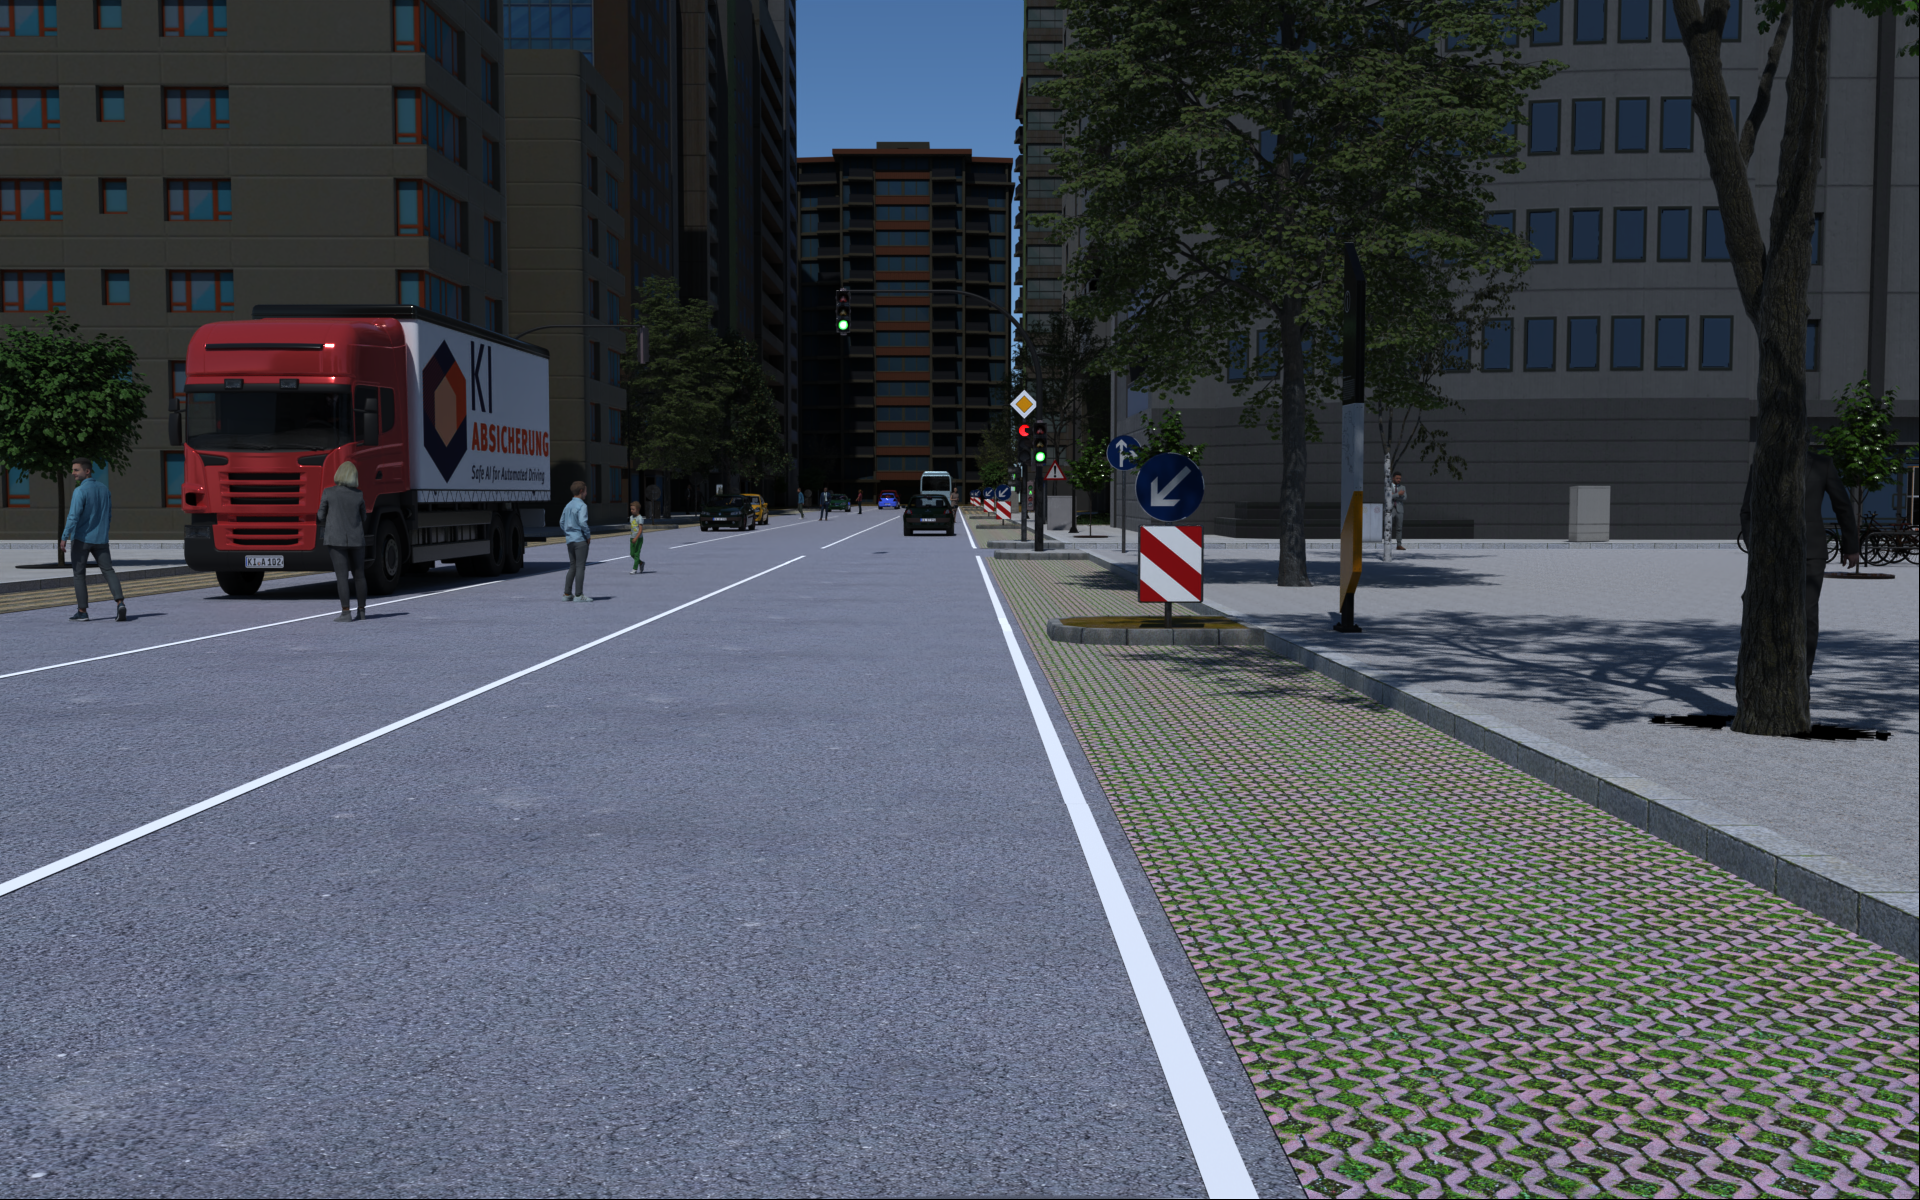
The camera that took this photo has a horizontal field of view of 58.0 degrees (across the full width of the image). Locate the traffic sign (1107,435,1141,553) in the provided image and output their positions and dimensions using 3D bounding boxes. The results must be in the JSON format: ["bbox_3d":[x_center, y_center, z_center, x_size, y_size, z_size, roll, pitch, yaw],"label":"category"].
[{"bbox_3d":[3.562,-2.294,37.615,0.768,2.556,0.104,0,4,3],"label":"traffic sign"}]

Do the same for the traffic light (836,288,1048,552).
[{"bbox_3d":[-0.350,-3.904,38.504,4.771,5.953,1.251,0,4,0],"label":"traffic light"}]

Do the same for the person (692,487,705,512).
[{"bbox_3d":[-18.558,-7.114,122.904,0.990,1.755,0.434,1,4,21],"label":"person"}]

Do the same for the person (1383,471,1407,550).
[{"bbox_3d":[9.974,-2.044,39.644,0.511,1.800,0.466,-1,4,-14],"label":"person"}]

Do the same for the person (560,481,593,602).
[{"bbox_3d":[-5.067,-0.776,22.994,0.330,1.601,0.589,-3,4,-36],"label":"person"}]

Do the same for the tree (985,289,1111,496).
[{"bbox_3d":[4.568,-8.827,78.727,7.601,10.594,8.767,1,4,13],"label":"tree"}]

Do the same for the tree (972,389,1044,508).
[{"bbox_3d":[3.722,-10.171,116.652,4.360,8.622,3.978,0,3,0],"label":"tree"}]

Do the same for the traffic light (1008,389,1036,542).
[{"bbox_3d":[1.709,-3.530,46.639,0.839,4.253,0.868,0,4,0],"label":"traffic light"}]

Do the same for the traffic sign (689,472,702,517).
[{"bbox_3d":[-15.042,-6.024,98.591,0.768,2.556,0.104,0,4,7],"label":"traffic sign"}]

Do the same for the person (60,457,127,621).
[{"bbox_3d":[-9.738,-0.677,19.430,0.748,1.841,0.638,2,4,30],"label":"person"}]

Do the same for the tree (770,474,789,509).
[{"bbox_3d":[-15.752,-9.563,150.962,1.663,3.219,1.824,0,3,0],"label":"tree"}]

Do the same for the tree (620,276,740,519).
[{"bbox_3d":[-15.384,-10.565,90.860,7.486,12.596,7.792,0,3,0],"label":"tree"}]

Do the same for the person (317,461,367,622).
[{"bbox_3d":[-6.984,-0.666,19.576,0.537,1.800,0.526,-2,4,-28],"label":"person"}]

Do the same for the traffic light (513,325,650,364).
[{"bbox_3d":[-10.761,-4.400,46.607,4.771,5.953,1.251,0,4,0],"label":"traffic light"}]

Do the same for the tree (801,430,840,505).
[{"bbox_3d":[-16.038,-15.199,198.872,4.360,8.622,3.978,0,3,0],"label":"tree"}]

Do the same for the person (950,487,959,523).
[{"bbox_3d":[-0.264,-4.705,85.763,0.599,1.781,0.374,-2,4,-32],"label":"person"}]

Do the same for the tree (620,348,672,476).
[{"bbox_3d":[-16.067,-8.083,82.523,4.360,8.622,3.978,0,3,0],"label":"tree"}]

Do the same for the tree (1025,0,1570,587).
[{"bbox_3d":[4.361,-6.443,23.471,7.486,12.596,7.792,0,3,0],"label":"tree"}]

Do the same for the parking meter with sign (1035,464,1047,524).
[{"bbox_3d":[3.479,-4.718,73.401,0.543,3.016,1.738,1,4,11],"label":"parking meter with sign"}]

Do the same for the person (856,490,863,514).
[{"bbox_3d":[-7.210,-6.992,123.540,0.721,1.743,1.217,1,4,13],"label":"person"}]

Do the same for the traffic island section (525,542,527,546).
[{"bbox_3d":[-12.892,-1.493,46.698,2.009,0.180,2.903,0,4,0],"label":"traffic island section"}]

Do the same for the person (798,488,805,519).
[{"bbox_3d":[-9.077,-5.517,99.045,0.444,1.785,0.601,-1,4,-10],"label":"person"}]

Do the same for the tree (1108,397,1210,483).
[{"bbox_3d":[4.255,-2.451,34.674,1.663,3.219,1.824,0,3,0],"label":"tree"}]

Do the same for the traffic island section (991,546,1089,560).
[{"bbox_3d":[1.782,-1.008,38.768,2.009,0.180,2.903,0,4,0],"label":"traffic island section"}]

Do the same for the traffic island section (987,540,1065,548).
[{"bbox_3d":[1.749,-1.497,46.753,2.009,0.180,2.903,0,4,0],"label":"traffic island section"}]

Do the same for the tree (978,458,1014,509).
[{"bbox_3d":[3.221,-10.391,153.614,4.285,4.588,4.351,0,3,0],"label":"tree"}]

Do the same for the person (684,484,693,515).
[{"bbox_3d":[-16.937,-6.288,108.212,0.474,1.900,0.648,0,4,6],"label":"person"}]

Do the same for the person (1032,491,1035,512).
[{"bbox_3d":[5.213,-7.295,125.247,1.348,1.831,0.705,2,4,29],"label":"person"}]

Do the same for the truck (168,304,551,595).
[{"bbox_3d":[-9.200,-2.386,27.927,2.839,4.237,11.283,0,4,1],"label":"truck"}]

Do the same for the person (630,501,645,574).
[{"bbox_3d":[-5.799,-1.124,31.133,0.306,1.304,0.590,1,4,16],"label":"person"}]

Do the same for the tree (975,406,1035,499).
[{"bbox_3d":[3.948,-10.820,127.276,4.737,8.622,4.395,0,3,0],"label":"tree"}]

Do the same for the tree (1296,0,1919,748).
[{"bbox_3d":[4.207,-5.091,9.001,9.928,11.665,9.643,0,3,0],"label":"tree"}]

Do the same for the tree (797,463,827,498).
[{"bbox_3d":[-15.549,-12.154,182.434,4.285,4.588,4.351,0,3,0],"label":"tree"}]

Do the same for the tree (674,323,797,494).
[{"bbox_3d":[-15.750,-12.212,116.672,9.611,12.733,9.660,0,3,0],"label":"tree"}]

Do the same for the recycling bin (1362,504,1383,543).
[{"bbox_3d":[10.764,-2.047,46.023,0.722,1.027,0.722,-1,4,-9],"label":"recycling bin"}]

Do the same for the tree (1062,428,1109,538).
[{"bbox_3d":[3.813,-3.457,51.120,1.663,3.219,1.824,0,3,0],"label":"tree"}]

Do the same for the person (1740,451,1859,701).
[{"bbox_3d":[5.207,-0.306,10.820,0.659,1.850,0.755,2,4,35],"label":"person"}]

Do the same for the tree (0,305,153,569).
[{"bbox_3d":[-15.766,-2.842,30.181,4.285,4.588,4.351,0,3,0],"label":"tree"}]

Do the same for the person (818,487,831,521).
[{"bbox_3d":[-7.327,-5.209,93.850,0.721,1.800,0.419,0,4,-5],"label":"person"}]

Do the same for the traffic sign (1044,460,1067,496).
[{"bbox_3d":[3.604,-4.014,65.634,0.884,2.594,0.081,1,4,9],"label":"traffic sign"}]
